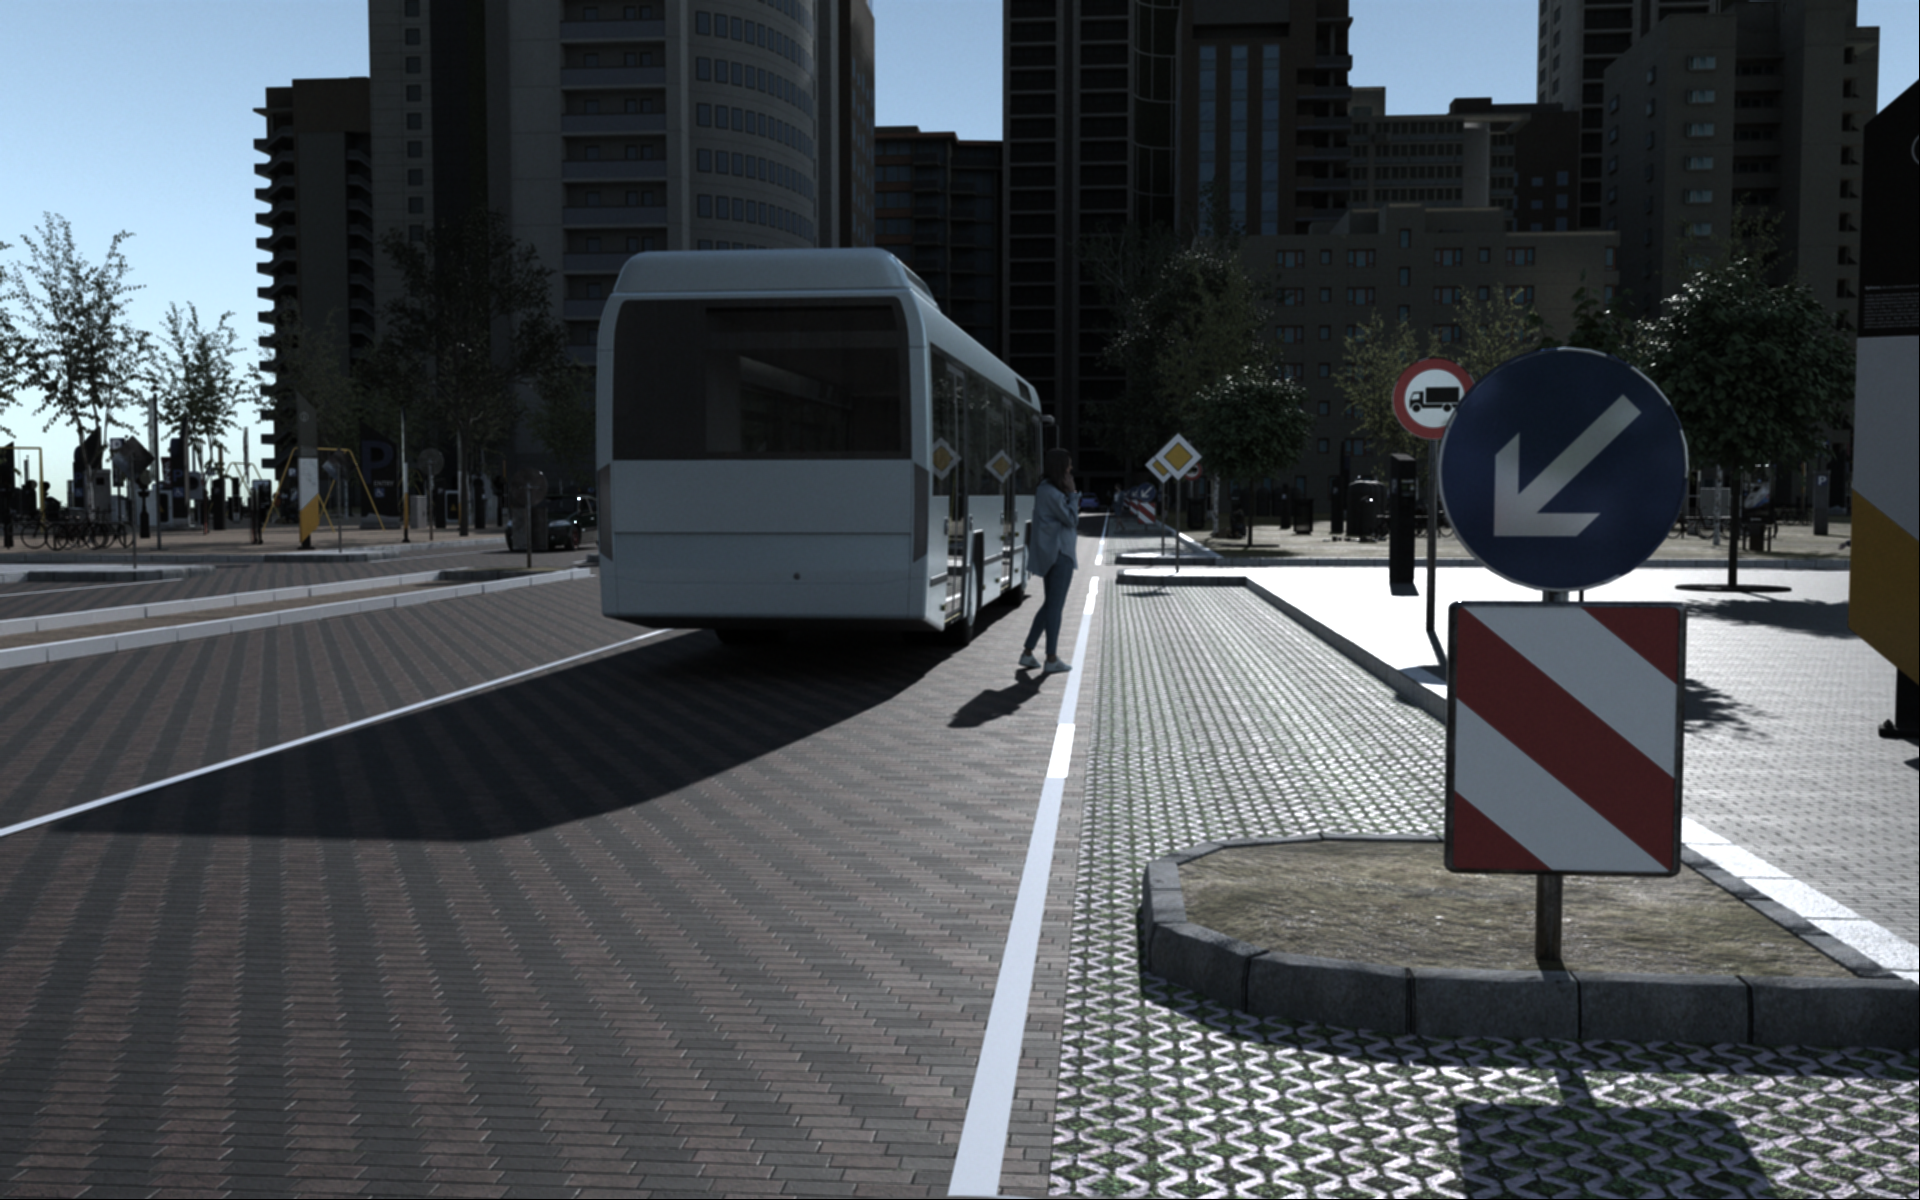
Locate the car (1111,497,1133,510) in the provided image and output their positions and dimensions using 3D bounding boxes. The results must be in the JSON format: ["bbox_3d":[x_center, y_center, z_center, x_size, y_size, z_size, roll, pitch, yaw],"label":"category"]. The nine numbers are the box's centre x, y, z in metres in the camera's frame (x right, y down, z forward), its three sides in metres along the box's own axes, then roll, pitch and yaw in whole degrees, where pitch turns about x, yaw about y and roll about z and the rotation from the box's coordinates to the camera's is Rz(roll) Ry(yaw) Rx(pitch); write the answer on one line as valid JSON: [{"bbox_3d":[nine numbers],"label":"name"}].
[{"bbox_3d":[14.205,-8.515,151.806,1.945,1.354,3.894,0,4,5],"label":"car"}]

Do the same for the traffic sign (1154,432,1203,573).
[{"bbox_3d":[3.550,-1.504,28.239,0.795,2.450,0.064,0,4,5],"label":"traffic sign"}]

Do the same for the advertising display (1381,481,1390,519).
[{"bbox_3d":[21.468,-5.061,87.956,0.974,1.923,0.123,-3,4,-38],"label":"advertising display"}]

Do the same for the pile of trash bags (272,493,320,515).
[{"bbox_3d":[-41.718,-6.031,108.359,3.447,1.369,1.912,2,4,27],"label":"pile of trash bags"}]

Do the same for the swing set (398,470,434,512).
[{"bbox_3d":[-35.965,-7.093,113.598,2.862,2.851,3.119,0,4,-6],"label":"swing set"}]

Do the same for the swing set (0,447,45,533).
[{"bbox_3d":[-32.127,-3.652,57.333,3.119,2.851,2.862,-2,4,-26],"label":"swing set"}]

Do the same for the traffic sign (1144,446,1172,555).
[{"bbox_3d":[4.246,-1.991,36.194,0.795,2.450,0.064,0,4,5],"label":"traffic sign"}]

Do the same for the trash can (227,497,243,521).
[{"bbox_3d":[-34.627,-4.348,82.737,0.748,1.137,0.748,0,3,0],"label":"trash can"}]

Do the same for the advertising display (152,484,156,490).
[{"bbox_3d":[-49.732,-6.270,107.725,0.974,1.923,0.123,0,4,4],"label":"advertising display"}]

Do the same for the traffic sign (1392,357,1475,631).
[{"bbox_3d":[4.423,-0.985,16.207,0.768,2.556,0.104,1,4,12],"label":"traffic sign"}]

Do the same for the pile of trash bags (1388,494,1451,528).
[{"bbox_3d":[16.881,-3.418,65.630,3.447,1.369,1.912,-2,4,-24],"label":"pile of trash bags"}]

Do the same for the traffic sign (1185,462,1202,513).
[{"bbox_3d":[8.648,-3.949,64.679,0.768,2.556,0.104,1,4,12],"label":"traffic sign"}]

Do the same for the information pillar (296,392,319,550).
[{"bbox_3d":[-15.068,-2.975,40.001,0.183,3.616,0.504,2,4,35],"label":"information pillar"}]

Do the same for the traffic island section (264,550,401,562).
[{"bbox_3d":[-13.553,-0.951,37.827,2.009,0.180,2.903,0,4,5],"label":"traffic island section"}]

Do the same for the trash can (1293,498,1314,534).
[{"bbox_3d":[11.069,-2.702,55.833,0.748,1.137,0.748,0,3,0],"label":"trash can"}]

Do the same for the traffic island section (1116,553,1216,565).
[{"bbox_3d":[4.270,-0.856,36.269,2.009,0.180,2.903,0,4,5],"label":"traffic island section"}]

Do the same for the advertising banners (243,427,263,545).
[{"bbox_3d":[-18.197,-2.958,44.550,0.090,3.025,2.074,-2,4,-32],"label":"advertising banners"}]

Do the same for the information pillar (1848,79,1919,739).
[{"bbox_3d":[4.981,-1.085,9.092,0.504,3.616,0.183,2,4,26],"label":"information pillar"}]

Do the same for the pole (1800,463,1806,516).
[{"bbox_3d":[45.416,-6.082,93.288,0.158,3.312,0.155,0,3,0],"label":"pole"}]

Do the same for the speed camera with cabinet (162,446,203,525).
[{"bbox_3d":[-32.262,-4.703,71.232,2.038,3.252,0.660,-1,4,-11],"label":"speed camera with cabinet"}]

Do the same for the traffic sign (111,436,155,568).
[{"bbox_3d":[-14.225,-1.600,29.808,0.795,2.450,0.064,0,4,5],"label":"traffic sign"}]

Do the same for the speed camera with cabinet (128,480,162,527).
[{"bbox_3d":[-32.413,-4.546,68.665,0.660,3.252,2.038,-3,4,-39],"label":"speed camera with cabinet"}]

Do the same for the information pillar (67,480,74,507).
[{"bbox_3d":[-46.782,-5.302,91.172,0.304,2.012,0.304,-3,5,-42],"label":"information pillar"}]

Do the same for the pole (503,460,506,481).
[{"bbox_3d":[-27.168,-6.699,103.371,0.158,3.312,0.155,0,3,0],"label":"pole"}]

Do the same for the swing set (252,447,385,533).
[{"bbox_3d":[-21.744,-3.751,58.956,2.862,2.851,3.119,1,4,16],"label":"swing set"}]

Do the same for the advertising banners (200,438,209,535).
[{"bbox_3d":[-23.822,-3.572,54.592,0.090,3.025,2.074,-1,4,-19],"label":"advertising banners"}]

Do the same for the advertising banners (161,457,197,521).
[{"bbox_3d":[-36.547,-5.219,81.513,2.074,3.025,0.090,0,4,1],"label":"advertising banners"}]

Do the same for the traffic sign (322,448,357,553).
[{"bbox_3d":[-13.529,-2.087,37.763,0.795,2.450,0.064,0,4,5],"label":"traffic sign"}]

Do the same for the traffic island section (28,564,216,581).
[{"bbox_3d":[-14.249,-0.464,29.872,2.009,0.180,2.903,0,4,5],"label":"traffic island section"}]

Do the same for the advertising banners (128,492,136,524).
[{"bbox_3d":[-34.818,-4.711,73.217,0.090,3.025,2.074,-1,4,-9],"label":"advertising banners"}]

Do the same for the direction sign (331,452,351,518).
[{"bbox_3d":[-33.582,-6.212,93.569,0.876,3.537,0.379,1,4,21],"label":"direction sign"}]

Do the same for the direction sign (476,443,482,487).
[{"bbox_3d":[-21.359,-5.194,76.917,0.379,3.537,0.876,-2,4,-29],"label":"direction sign"}]

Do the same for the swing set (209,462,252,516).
[{"bbox_3d":[-35.953,-5.462,86.926,2.862,2.851,3.119,0,4,-4],"label":"swing set"}]

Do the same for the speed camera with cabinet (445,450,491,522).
[{"bbox_3d":[-22.242,-5.129,78.187,2.038,3.252,0.660,1,4,13],"label":"speed camera with cabinet"}]

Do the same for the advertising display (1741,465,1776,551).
[{"bbox_3d":[18.070,-2.081,39.233,0.123,1.923,0.974,-1,4,-13],"label":"advertising display"}]

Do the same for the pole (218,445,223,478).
[{"bbox_3d":[-30.966,-4.817,72.594,0.158,3.312,0.155,0,3,0],"label":"pole"}]

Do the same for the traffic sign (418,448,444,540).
[{"bbox_3d":[-14.672,-2.929,47.999,0.768,2.556,0.104,1,4,9],"label":"traffic sign"}]

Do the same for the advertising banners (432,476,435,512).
[{"bbox_3d":[-32.665,-6.872,108.549,2.074,3.025,0.090,3,5,41],"label":"advertising banners"}]

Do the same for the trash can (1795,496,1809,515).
[{"bbox_3d":[51.320,-5.745,105.581,0.748,1.137,0.748,0,3,0],"label":"trash can"}]

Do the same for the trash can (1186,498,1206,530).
[{"bbox_3d":[8.550,-3.127,62.773,0.748,1.137,0.748,0,3,0],"label":"trash can"}]

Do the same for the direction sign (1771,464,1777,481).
[{"bbox_3d":[48.002,-6.762,102.562,0.876,3.537,0.379,-2,4,-24],"label":"direction sign"}]

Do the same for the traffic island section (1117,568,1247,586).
[{"bbox_3d":[3.574,-0.369,28.314,2.009,0.180,2.903,0,4,5],"label":"traffic island section"}]

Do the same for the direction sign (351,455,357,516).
[{"bbox_3d":[-36.559,-6.831,103.676,0.379,3.537,0.876,1,4,18],"label":"direction sign"}]

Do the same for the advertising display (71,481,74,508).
[{"bbox_3d":[-42.250,-4.756,82.975,0.974,1.923,0.123,2,4,33],"label":"advertising display"}]

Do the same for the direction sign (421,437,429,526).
[{"bbox_3d":[-21.462,-4.726,69.266,0.379,3.537,0.876,-1,4,-23],"label":"direction sign"}]

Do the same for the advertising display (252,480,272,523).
[{"bbox_3d":[-31.278,-4.429,77.630,0.974,1.923,0.123,1,4,20],"label":"advertising display"}]

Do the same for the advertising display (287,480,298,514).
[{"bbox_3d":[-31.527,-4.687,81.853,0.123,1.923,0.974,0,4,0],"label":"advertising display"}]

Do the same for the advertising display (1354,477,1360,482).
[{"bbox_3d":[15.021,-3.690,65.550,0.123,1.923,0.974,0,4,8],"label":"advertising display"}]

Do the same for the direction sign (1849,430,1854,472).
[{"bbox_3d":[31.693,-4.208,60.801,0.876,3.537,0.379,1,4,23],"label":"direction sign"}]

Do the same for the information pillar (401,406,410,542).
[{"bbox_3d":[-14.708,-3.337,45.908,0.183,3.616,0.504,-1,4,-22],"label":"information pillar"}]

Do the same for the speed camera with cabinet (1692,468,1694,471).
[{"bbox_3d":[42.447,-6.542,101.305,0.660,3.252,2.038,0,4,8],"label":"speed camera with cabinet"}]
